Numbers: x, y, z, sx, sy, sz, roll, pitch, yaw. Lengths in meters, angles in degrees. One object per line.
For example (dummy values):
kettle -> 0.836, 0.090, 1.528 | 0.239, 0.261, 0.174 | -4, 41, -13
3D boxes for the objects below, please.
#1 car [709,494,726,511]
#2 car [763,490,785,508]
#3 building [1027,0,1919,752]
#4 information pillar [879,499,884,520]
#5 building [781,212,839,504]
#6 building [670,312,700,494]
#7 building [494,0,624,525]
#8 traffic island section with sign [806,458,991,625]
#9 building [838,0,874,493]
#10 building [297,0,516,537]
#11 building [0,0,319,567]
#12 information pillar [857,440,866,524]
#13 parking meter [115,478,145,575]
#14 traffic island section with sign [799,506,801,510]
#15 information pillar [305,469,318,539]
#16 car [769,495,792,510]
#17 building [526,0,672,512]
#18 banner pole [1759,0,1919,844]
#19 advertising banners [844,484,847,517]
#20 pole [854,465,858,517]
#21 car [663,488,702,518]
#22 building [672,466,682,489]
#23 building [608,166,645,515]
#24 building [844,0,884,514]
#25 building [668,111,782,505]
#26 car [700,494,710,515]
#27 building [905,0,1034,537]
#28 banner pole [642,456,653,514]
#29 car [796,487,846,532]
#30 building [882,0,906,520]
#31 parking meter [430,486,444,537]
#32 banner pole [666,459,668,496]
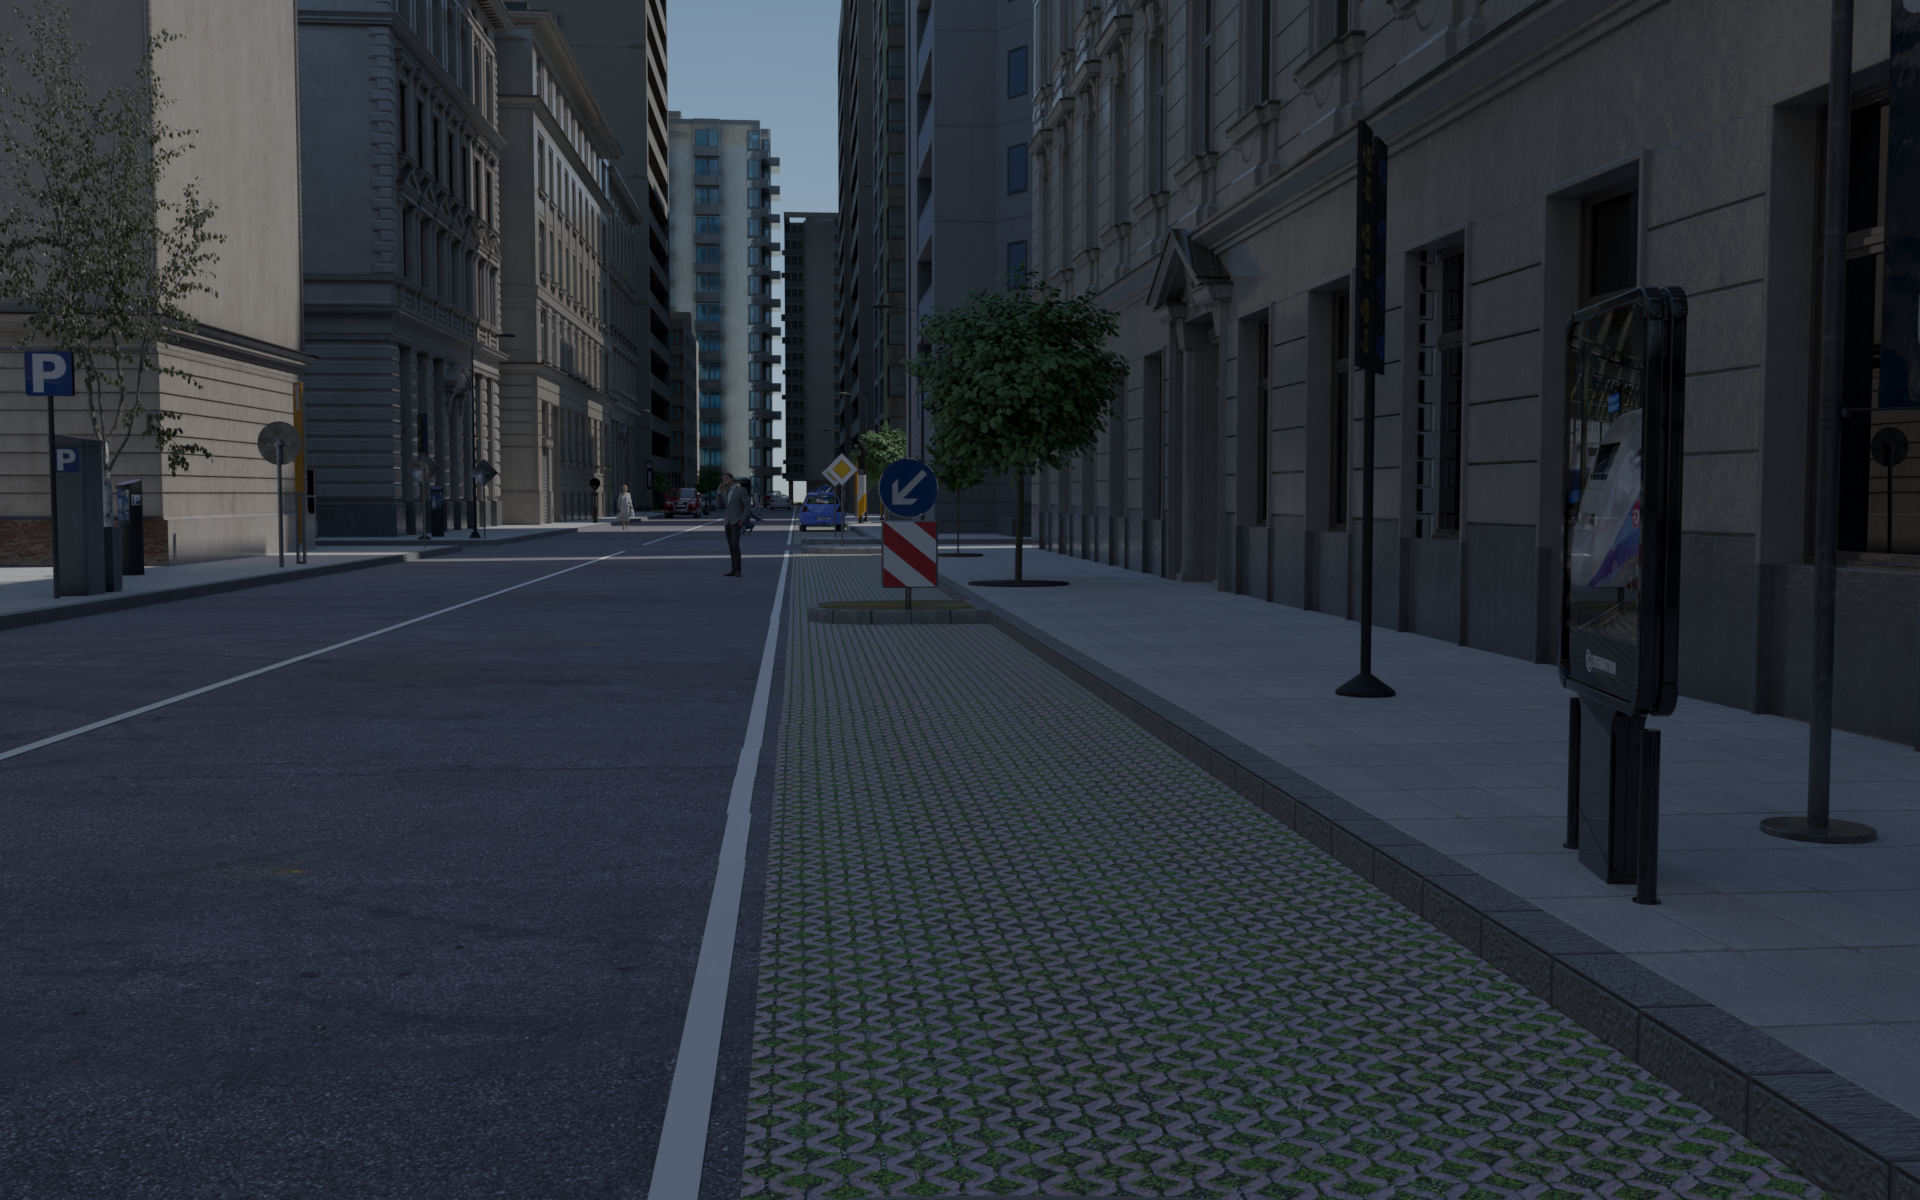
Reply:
car -> -20.279, -8.264, 147.123 | 2.014, 1.417, 4.499 | 0, 4, -4
car -> -19.554, -10.584, 181.723 | 2.281, 1.827, 5.304 | 0, 4, -5
building -> 11.561, -14.905, 20.108 | 17.030, 29.872, 44.131 | 0, 4, -5
information pillar -> -3.842, -5.755, 85.448 | 0.183, 3.616, 0.504 | 1, 4, 13
building -> -11.137, -32.623, 225.260 | 23.993, 40.220, 32.217 | 0, 4, -5
building -> -43.013, -20.705, 183.566 | 28.899, 21.520, 27.650 | 0, 4, -5
building -> -25.907, -15.355, 84.338 | 16.112, 22.955, 30.059 | 0, 4, -5
traffic island section with sign -> -0.740, -0.685, 19.829 | 1.989, 1.847, 2.006 | 0, 4, -5
building -> -0.317, -32.814, 160.205 | 21.300, 48.544, 21.600 | 0, 4, -5
building -> -22.387, -14.111, 59.587 | 11.050, 23.489, 19.941 | 0, 4, -5
building -> -23.523, -10.361, 34.030 | 19.286, 19.102, 10.561 | 0, 4, -5
information pillar -> -4.251, -5.108, 74.871 | 0.183, 3.616, 0.504 | -3, 5, -40
parking meter -> -13.135, -1.163, 27.421 | 0.372, 1.533, 0.369 | 0, 3, 0
traffic island section with sign -> -5.966, -4.093, 75.550 | 1.989, 1.847, 2.006 | 0, 4, -5
information pillar -> -18.725, -2.781, 49.969 | 0.304, 2.012, 0.304 | -1, 4, -12
car -> -15.984, -8.682, 154.309 | 2.083, 1.381, 4.827 | 0, 4, -5
building -> -33.971, -31.182, 133.524 | 21.300, 48.544, 21.600 | 0, 4, -5
banner pole -> 3.410, -0.994, 6.272 | 0.863, 3.779, 0.401 | 3, 5, 42
advertising banners -> -6.595, -6.304, 99.251 | 0.090, 3.025, 2.074 | 0, 4, -7
pole -> -5.835, -6.331, 97.357 | 0.158, 3.312, 0.155 | 0, 3, 0
car -> -16.614, -5.830, 103.985 | 2.281, 1.827, 5.304 | 0, 4, -6
building -> -35.656, -43.768, 153.857 | 20.563, 71.187, 20.611 | 0, 4, -5
building -> -26.265, -17.160, 109.441 | 11.050, 23.489, 19.941 | 0, 4, -5
building -> 2.669, -41.374, 114.718 | 20.563, 71.187, 20.611 | 0, 4, -5
building -> -37.932, -36.663, 219.043 | 30.456, 49.044, 23.786 | 0, 4, -5
car -> -18.174, -6.681, 119.013 | 2.009, 1.686, 4.222 | 0, 4, -5
building -> 12.703, -31.671, 59.827 | 28.212, 58.520, 21.231 | 0, 4, -5
banner pole -> -20.523, -7.569, 113.767 | 0.863, 3.779, 0.401 | 1, 4, 17
car -> -5.356, -3.504, 66.877 | 1.945, 1.707, 3.694 | 0, 4, -7
building -> 2.889, -19.502, 90.559 | 14.160, 30.474, 14.107 | 0, 4, -5
parking meter -> -15.633, -2.654, 51.803 | 0.372, 1.533, 0.369 | 0, 3, 0
banner pole -> -20.739, -8.112, 122.640 | 0.401, 3.779, 0.863 | 0, 4, -5
